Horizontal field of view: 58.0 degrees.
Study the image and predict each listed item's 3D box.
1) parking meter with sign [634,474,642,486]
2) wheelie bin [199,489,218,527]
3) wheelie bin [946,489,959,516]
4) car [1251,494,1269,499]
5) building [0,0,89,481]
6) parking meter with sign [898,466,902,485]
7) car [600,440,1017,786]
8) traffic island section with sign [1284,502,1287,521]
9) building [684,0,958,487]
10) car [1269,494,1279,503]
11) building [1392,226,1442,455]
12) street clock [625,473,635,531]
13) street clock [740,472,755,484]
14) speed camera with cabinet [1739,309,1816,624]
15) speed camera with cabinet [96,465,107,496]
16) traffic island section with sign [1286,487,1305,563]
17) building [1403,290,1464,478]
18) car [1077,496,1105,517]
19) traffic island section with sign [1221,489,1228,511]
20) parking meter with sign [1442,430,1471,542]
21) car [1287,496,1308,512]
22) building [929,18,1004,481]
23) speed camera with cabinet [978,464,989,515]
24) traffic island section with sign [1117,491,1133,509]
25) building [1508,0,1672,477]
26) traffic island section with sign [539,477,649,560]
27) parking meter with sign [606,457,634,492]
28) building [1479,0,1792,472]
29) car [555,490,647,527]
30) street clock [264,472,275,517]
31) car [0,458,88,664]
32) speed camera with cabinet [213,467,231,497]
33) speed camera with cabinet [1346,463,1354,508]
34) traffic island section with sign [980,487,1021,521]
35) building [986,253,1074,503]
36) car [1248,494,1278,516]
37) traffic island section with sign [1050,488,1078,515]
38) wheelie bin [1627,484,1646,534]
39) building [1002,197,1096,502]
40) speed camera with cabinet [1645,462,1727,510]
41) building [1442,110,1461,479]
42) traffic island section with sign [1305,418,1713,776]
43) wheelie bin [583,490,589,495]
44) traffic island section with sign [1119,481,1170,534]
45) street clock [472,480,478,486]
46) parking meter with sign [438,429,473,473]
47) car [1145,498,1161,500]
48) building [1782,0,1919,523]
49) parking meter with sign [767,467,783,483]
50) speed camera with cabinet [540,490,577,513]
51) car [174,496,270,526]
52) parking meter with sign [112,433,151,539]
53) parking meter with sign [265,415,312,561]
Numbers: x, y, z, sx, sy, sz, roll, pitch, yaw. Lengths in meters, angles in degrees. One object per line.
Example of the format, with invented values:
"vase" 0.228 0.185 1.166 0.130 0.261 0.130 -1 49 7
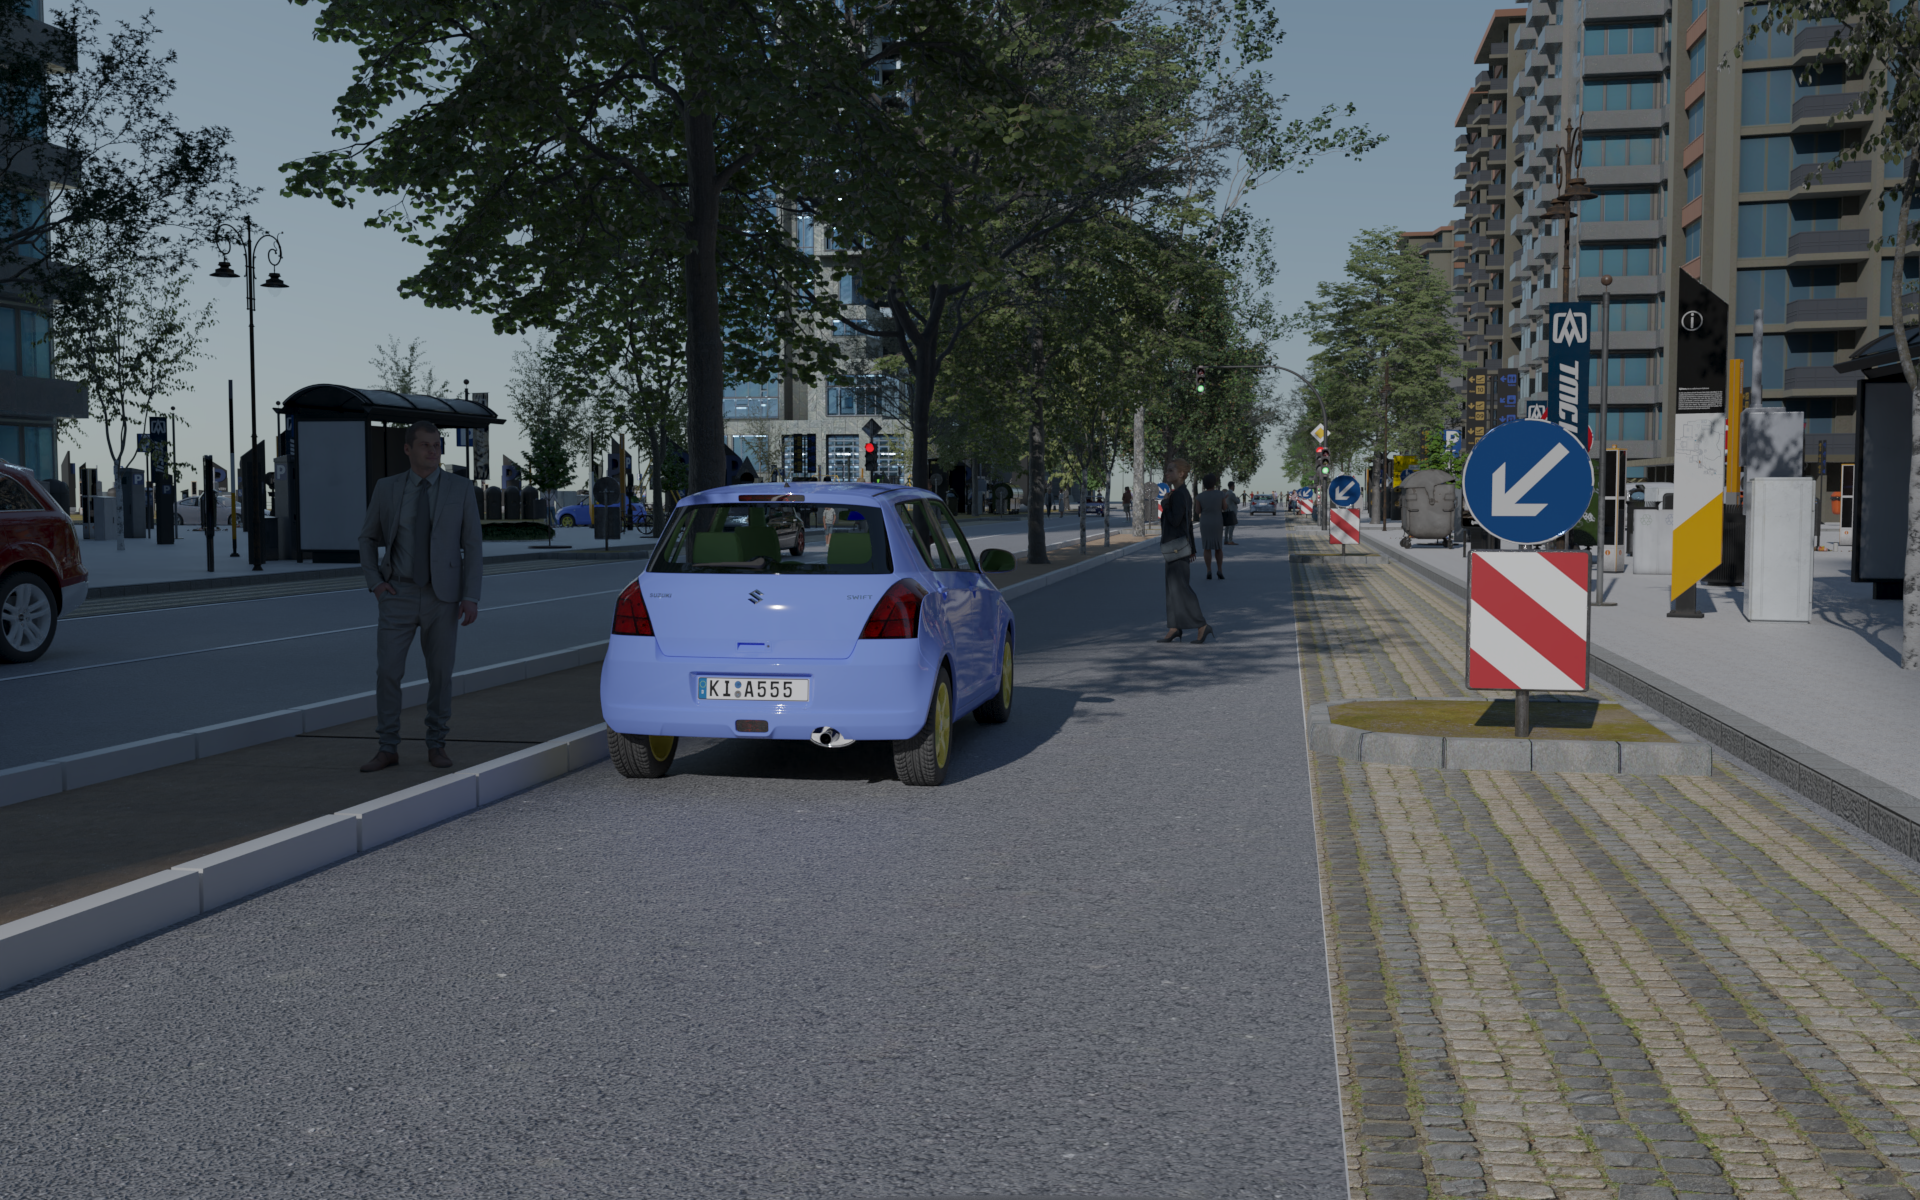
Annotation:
"parking meter with sign" -27.939 -9.273 147.867 0.543 3.016 1.738 2 4 35
"wheelie bin" -29.148 -3.627 67.205 0.693 1.594 0.980 -2 4 -26
"wheelie bin" -0.467 -5.687 100.890 0.693 1.594 0.980 -1 4 -11
"car" 28.679 -9.316 164.112 2.131 1.459 4.920 1 4 9
"building" -42.105 -26.021 45.057 30.456 49.044 23.786 1 4 11
"parking meter with sign" -4.552 -6.849 108.246 1.738 3.016 0.543 1 4 12
"car" -0.688 -0.019 9.907 1.945 1.707 3.694 1 4 9
"traffic island section with sign" 18.119 -5.043 91.081 1.989 1.847 2.006 1 4 11
"building" -11.983 -52.101 164.517 22.319 86.520 31.000 1 4 11
"car" 47.920 -15.539 265.867 2.131 1.459 4.920 1 4 9
"building" 81.573 -38.243 279.902 22.147 44.769 28.867 1 4 11
"street clock" -11.614 -3.447 60.927 0.358 2.002 0.471 -1 4 -21
"street clock" -7.011 -3.215 57.129 0.471 2.002 0.358 0 4 -4
"speed camera with cabinet" 8.489 -1.446 17.973 0.660 3.252 2.038 1 4 22
"speed camera with cabinet" -58.834 -7.624 118.988 0.660 3.252 2.038 1 4 22
"traffic island section with sign" 7.930 -1.695 36.342 1.989 1.847 2.006 1 4 11
"building" 73.467 -29.815 259.169 14.160 30.474 14.107 1 4 11
"car" 8.452 -5.937 109.651 1.945 1.354 3.894 1 4 9
"traffic island section with sign" 21.905 -8.278 143.484 2.006 1.907 1.989 1 4 11
"parking meter with sign" 13.549 -3.059 46.272 0.543 3.016 1.738 -1 4 -15
"car" 27.552 -7.842 140.792 1.945 1.354 3.894 1 4 11
"building" -10.374 -37.062 195.206 28.713 52.752 27.495 1 4 11
"speed camera with cabinet" 1.331 -6.990 108.623 0.660 3.252 2.038 1 4 13
"traffic island section with sign" 16.399 -9.842 169.543 1.989 1.847 2.006 1 4 11
"building" 51.476 -30.734 122.113 23.786 49.044 30.456 1 4 11
"traffic island section with sign" -8.031 -1.825 38.469 1.989 1.847 2.006 1 4 11
"parking meter with sign" -16.393 -5.217 81.562 1.738 3.016 0.543 1 4 17
"building" 57.746 -30.607 155.050 22.147 44.769 28.867 1 4 11
"car" -14.765 -3.761 71.080 3.694 1.707 1.945 1 4 9
"street clock" -22.221 -3.148 56.045 0.358 2.002 0.471 2 4 34
"car" -9.177 -0.288 13.388 2.281 1.827 5.304 1 4 11
"speed camera with cabinet" -55.350 -8.263 129.430 0.660 3.252 2.038 1 4 20
"speed camera with cabinet" 24.627 -7.063 109.818 0.660 3.252 2.038 1 4 18
"traffic island section with sign" 2.222 -5.187 93.443 1.989 1.847 2.006 1 4 11
"building" 0.240 -34.687 259.006 32.217 40.220 23.993 1 4 11
"car" 20.198 -6.325 115.421 2.014 1.417 4.499 1 4 10
"traffic island section with sign" 7.234 -6.835 120.384 1.989 1.847 2.006 1 4 11
"wheelie bin" 21.874 -2.927 55.764 0.693 1.594 0.980 0 4 1
"building" 10.315 -45.326 283.077 21.231 58.520 28.212 1 4 11
"speed camera with cabinet" 17.484 -2.884 41.482 2.038 3.252 0.660 -1 4 -10
"building" 63.969 -32.329 183.203 22.147 44.769 28.867 1 4 11
"traffic island section with sign" 3.002 -0.074 9.840 1.989 1.847 2.006 1 4 11
"wheelie bin" -31.167 -8.393 145.134 0.980 1.594 0.693 -2 4 -23
"traffic island section with sign" 6.785 -3.315 62.330 2.006 1.907 1.989 1 4 11
"street clock" -24.894 -5.149 88.760 0.358 2.002 0.471 0 4 5
"parking meter with sign" -12.924 -2.956 44.599 0.543 3.016 1.738 -2 4 -33
"car" 10.333 -5.161 93.178 1.959 1.807 4.718 1 4 11
"building" 48.438 -26.234 83.553 28.867 44.769 22.147 1 4 11
"parking meter with sign" -12.307 -7.178 113.614 0.543 3.016 1.738 -3 5 -42
"speed camera with cabinet" -20.102 -5.651 86.725 0.660 3.252 2.038 2 4 30
"car" -31.465 -3.728 73.314 4.827 1.381 2.083 1 4 10
"parking meter with sign" -24.045 -3.309 50.355 1.738 3.016 0.543 3 4 36
"parking meter with sign" -13.041 -2.301 33.890 0.543 3.016 1.738 2 4 27
